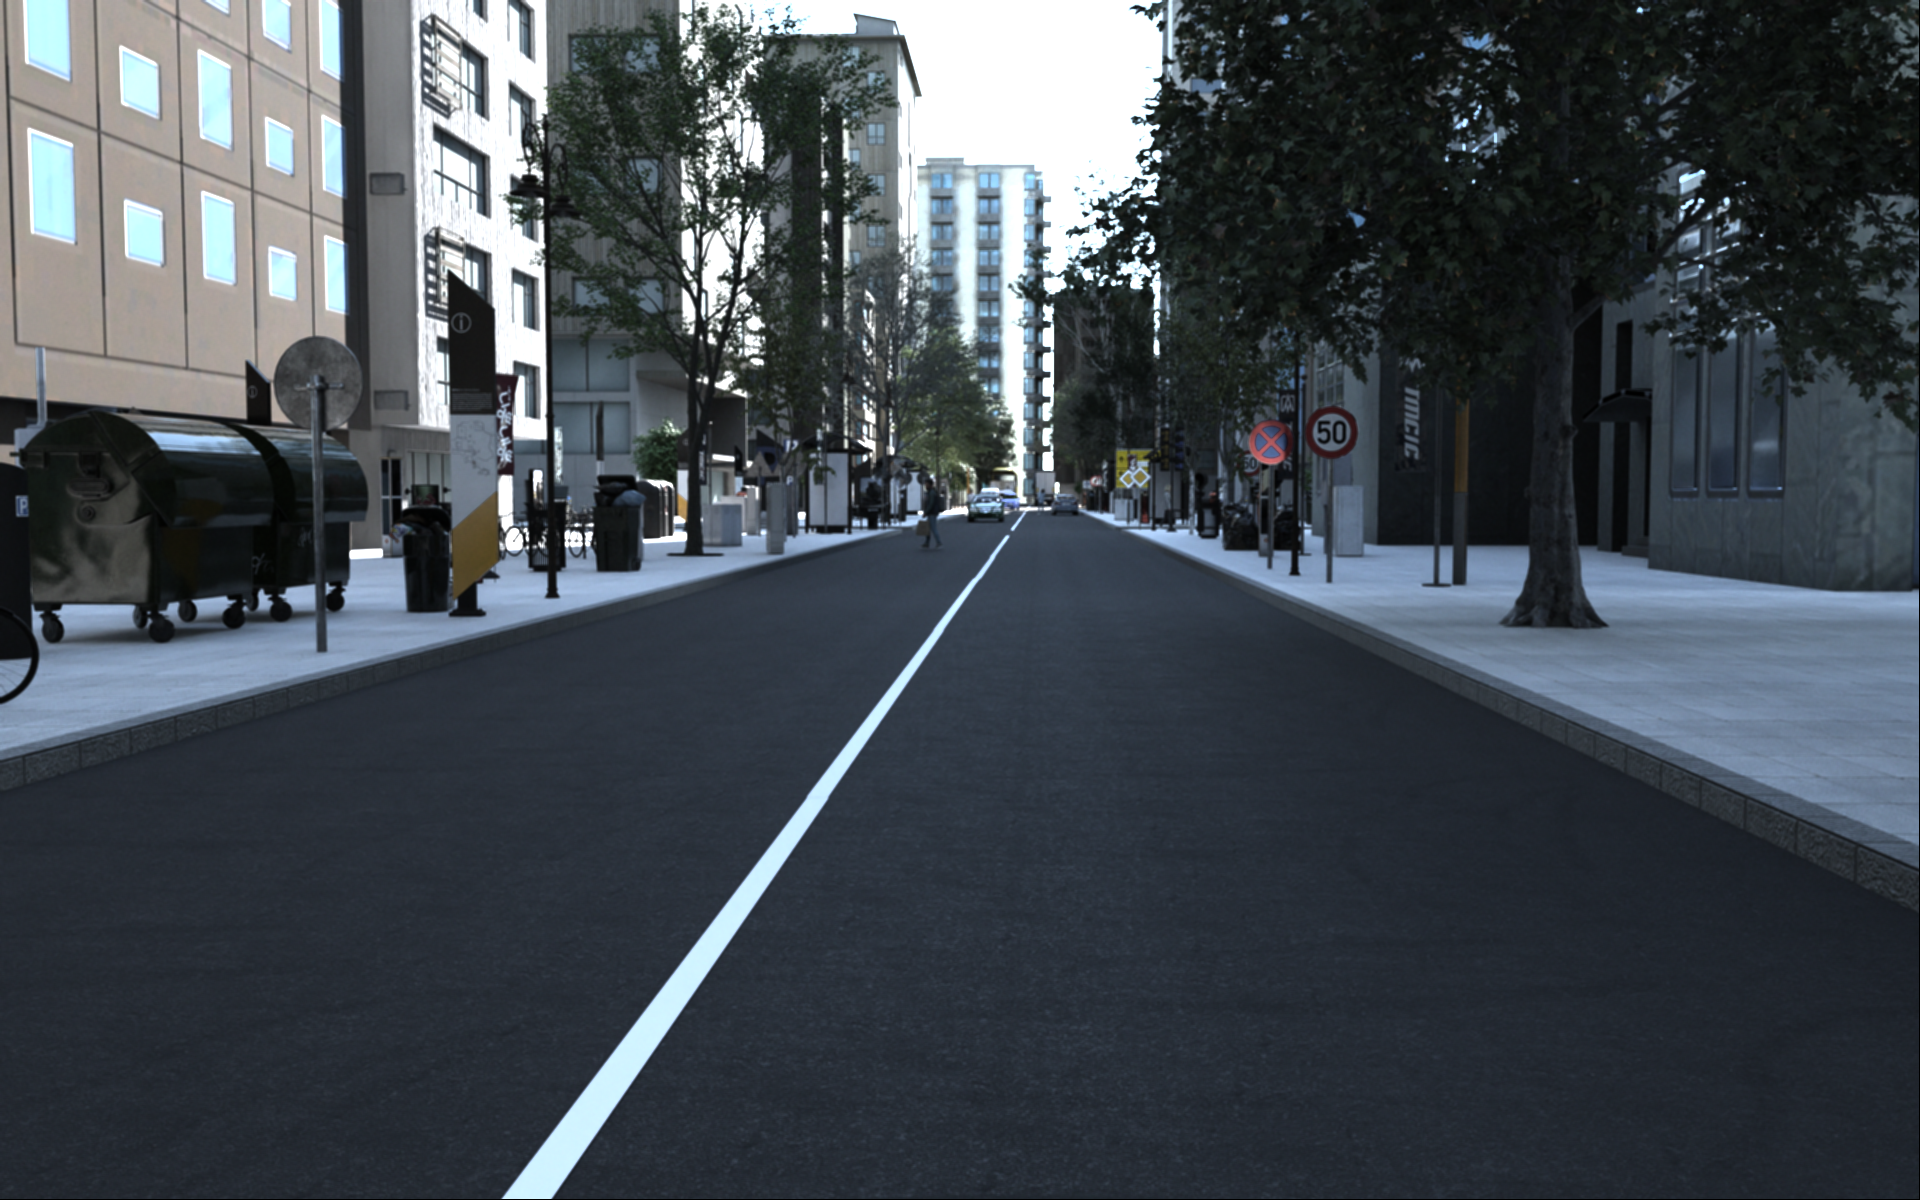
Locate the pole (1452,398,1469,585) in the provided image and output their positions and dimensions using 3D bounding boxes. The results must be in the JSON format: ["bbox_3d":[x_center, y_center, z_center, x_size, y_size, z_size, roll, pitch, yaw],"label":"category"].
[{"bbox_3d":[7.065,-1.869,24.400,0.158,3.312,0.155,0,3,0],"label":"pole"}]

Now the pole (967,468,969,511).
[{"bbox_3d":[0.638,-8.633,134.997,0.158,3.312,0.155,0,3,0],"label":"pole"}]

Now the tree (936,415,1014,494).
[{"bbox_3d":[0.728,-14.906,178.118,7.601,10.594,8.767,1,4,12],"label":"tree"}]

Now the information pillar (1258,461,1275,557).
[{"bbox_3d":[6.285,-1.897,35.515,0.304,2.012,0.304,1,4,9],"label":"information pillar"}]

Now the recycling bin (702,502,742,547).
[{"bbox_3d":[-5.852,-1.838,42.603,0.722,1.027,0.722,3,4,37],"label":"recycling bin"}]

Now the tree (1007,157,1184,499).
[{"bbox_3d":[8.049,-14.963,100.542,12.611,20.169,13.585,0,3,0],"label":"tree"}]

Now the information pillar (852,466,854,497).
[{"bbox_3d":[-8.364,-8.802,135.263,0.504,3.616,0.183,-2,4,-26],"label":"information pillar"}]

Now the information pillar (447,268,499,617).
[{"bbox_3d":[-5.097,-1.636,18.105,0.504,3.616,0.183,0,4,-1],"label":"information pillar"}]

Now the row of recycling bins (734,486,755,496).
[{"bbox_3d":[-14.055,-6.282,109.821,3.534,1.692,1.069,1,4,14],"label":"row of recycling bins"}]

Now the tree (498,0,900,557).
[{"bbox_3d":[-5.357,-6.725,35.702,9.928,11.665,9.643,0,3,0],"label":"tree"}]

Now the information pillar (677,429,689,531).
[{"bbox_3d":[-9.475,-4.176,59.639,0.504,3.616,0.183,0,4,1],"label":"information pillar"}]

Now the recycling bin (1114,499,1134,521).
[{"bbox_3d":[7.993,-4.389,84.309,0.722,1.027,0.722,3,5,39],"label":"recycling bin"}]

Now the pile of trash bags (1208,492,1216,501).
[{"bbox_3d":[15.599,-5.439,98.672,3.447,1.369,1.912,-2,4,-29],"label":"pile of trash bags"}]

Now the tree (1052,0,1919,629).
[{"bbox_3d":[5.685,-6.092,16.608,9.611,12.733,9.660,0,3,0],"label":"tree"}]

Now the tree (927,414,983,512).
[{"bbox_3d":[-0.632,-10.651,124.512,4.737,8.622,4.395,0,3,0],"label":"tree"}]

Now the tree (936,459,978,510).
[{"bbox_3d":[-0.084,-10.232,151.009,4.285,4.588,4.351,0,3,0],"label":"tree"}]

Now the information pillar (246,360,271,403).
[{"bbox_3d":[-12.212,-2.376,30.199,0.504,3.616,0.183,1,4,22],"label":"information pillar"}]

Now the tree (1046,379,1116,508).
[{"bbox_3d":[11.337,-14.077,155.918,9.928,11.665,9.643,0,3,0],"label":"tree"}]

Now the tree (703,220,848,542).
[{"bbox_3d":[-4.800,-5.865,46.249,4.737,8.622,4.395,0,3,0],"label":"tree"}]

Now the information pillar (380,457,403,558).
[{"bbox_3d":[-11.455,-1.861,34.919,0.304,2.012,0.304,2,4,33],"label":"information pillar"}]

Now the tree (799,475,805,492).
[{"bbox_3d":[-7.844,-5.979,92.354,1.663,3.219,1.824,0,3,0],"label":"tree"}]

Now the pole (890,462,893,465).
[{"bbox_3d":[-4.207,-6.897,106.614,0.158,3.312,0.155,0,3,0],"label":"pole"}]

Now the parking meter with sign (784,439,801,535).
[{"bbox_3d":[-5.332,-3.558,54.430,0.543,3.016,1.738,0,4,-1],"label":"parking meter with sign"}]

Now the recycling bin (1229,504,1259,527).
[{"bbox_3d":[7.302,-1.920,43.939,0.722,1.027,0.722,3,5,39],"label":"recycling bin"}]

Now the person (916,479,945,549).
[{"bbox_3d":[-0.774,-2.224,44.854,0.713,1.824,0.794,1,4,18],"label":"person"}]

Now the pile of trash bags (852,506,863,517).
[{"bbox_3d":[-6.414,-5.270,95.910,3.447,1.369,1.912,1,4,18],"label":"pile of trash bags"}]

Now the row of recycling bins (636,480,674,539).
[{"bbox_3d":[-9.062,-2.673,50.813,1.069,1.692,3.534,0,4,-1],"label":"row of recycling bins"}]

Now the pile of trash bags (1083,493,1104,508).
[{"bbox_3d":[11.091,-8.012,140.753,1.912,1.369,3.447,-2,4,-31],"label":"pile of trash bags"}]

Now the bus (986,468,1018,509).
[{"bbox_3d":[4.140,-10.635,165.435,2.896,3.916,12.252,0,4,3],"label":"bus"}]

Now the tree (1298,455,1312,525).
[{"bbox_3d":[14.983,-4.727,71.883,1.663,3.219,1.824,0,3,0],"label":"tree"}]

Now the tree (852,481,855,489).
[{"bbox_3d":[-7.170,-6.841,106.455,1.663,3.219,1.824,0,3,0],"label":"tree"}]

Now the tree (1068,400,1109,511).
[{"bbox_3d":[10.168,-10.905,128.657,4.360,8.622,3.978,0,3,0],"label":"tree"}]

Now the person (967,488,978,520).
[{"bbox_3d":[0.786,-5.185,93.944,0.731,1.740,0.598,-2,4,-24],"label":"person"}]

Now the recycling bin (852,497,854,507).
[{"bbox_3d":[-8.207,-7.450,134.359,0.722,1.027,0.722,2,4,26],"label":"recycling bin"}]

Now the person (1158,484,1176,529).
[{"bbox_3d":[7.977,-3.541,66.575,0.728,1.800,0.709,1,4,14],"label":"person"}]

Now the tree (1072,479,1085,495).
[{"bbox_3d":[15.344,-13.875,221.450,1.663,3.219,1.824,0,3,0],"label":"tree"}]

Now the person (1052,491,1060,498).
[{"bbox_3d":[11.015,-11.442,195.584,1.348,1.824,0.705,1,4,21],"label":"person"}]

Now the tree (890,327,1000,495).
[{"bbox_3d":[-1.208,-12.105,116.046,7.486,12.596,7.792,0,3,0],"label":"tree"}]

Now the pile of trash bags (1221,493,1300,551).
[{"bbox_3d":[7.139,-1.902,40.850,1.912,1.369,3.447,1,4,11],"label":"pile of trash bags"}]

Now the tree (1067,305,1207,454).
[{"bbox_3d":[8.755,-9.278,86.100,7.601,10.594,8.767,-2,4,-25],"label":"tree"}]

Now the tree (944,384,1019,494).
[{"bbox_3d":[2.295,-17.512,192.974,9.857,13.997,8.962,0,3,0],"label":"tree"}]

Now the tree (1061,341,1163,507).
[{"bbox_3d":[11.229,-13.819,136.303,12.009,13.543,11.850,0,3,0],"label":"tree"}]

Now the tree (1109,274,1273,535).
[{"bbox_3d":[7.552,-6.380,54.668,4.360,8.622,3.978,0,3,0],"label":"tree"}]

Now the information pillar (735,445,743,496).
[{"bbox_3d":[-10.610,-5.606,83.006,0.183,3.616,0.504,3,4,37],"label":"information pillar"}]

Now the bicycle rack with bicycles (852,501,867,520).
[{"bbox_3d":[-5.518,-4.438,85.940,2.925,0.926,2.852,1,4,17],"label":"bicycle rack with bicycles"}]

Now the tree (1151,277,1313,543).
[{"bbox_3d":[7.169,-5.792,45.056,4.737,8.622,4.395,0,3,0],"label":"tree"}]

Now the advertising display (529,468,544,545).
[{"bbox_3d":[-10.682,-2.353,43.687,0.123,1.923,0.974,0,4,0],"label":"advertising display"}]

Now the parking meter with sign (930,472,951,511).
[{"bbox_3d":[-1.622,-8.679,138.163,1.738,3.016,0.543,0,4,7],"label":"parking meter with sign"}]

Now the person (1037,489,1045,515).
[{"bbox_3d":[5.654,-6.848,120.727,0.793,1.790,0.793,3,5,41],"label":"person"}]

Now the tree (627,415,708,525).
[{"bbox_3d":[-12.287,-5.420,72.326,4.285,4.588,4.351,0,3,0],"label":"tree"}]

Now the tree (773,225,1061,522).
[{"bbox_3d":[-3.277,-10.280,78.448,12.009,13.543,11.850,0,3,0],"label":"tree"}]

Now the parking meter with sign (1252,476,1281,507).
[{"bbox_3d":[13.033,-4.818,75.038,1.738,3.016,0.543,1,4,18],"label":"parking meter with sign"}]

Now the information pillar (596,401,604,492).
[{"bbox_3d":[-8.977,-3.175,43.258,0.183,3.616,0.504,0,3,0],"label":"information pillar"}]

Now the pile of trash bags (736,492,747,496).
[{"bbox_3d":[-8.578,-3.964,74.556,1.912,1.369,3.447,-3,5,-43],"label":"pile of trash bags"}]

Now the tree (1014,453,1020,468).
[{"bbox_3d":[3.387,-17.325,217.667,8.767,10.594,7.601,0,4,2],"label":"tree"}]

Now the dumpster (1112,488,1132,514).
[{"bbox_3d":[10.566,-6.533,112.575,1.264,1.857,1.865,0,4,2],"label":"dumpster"}]
